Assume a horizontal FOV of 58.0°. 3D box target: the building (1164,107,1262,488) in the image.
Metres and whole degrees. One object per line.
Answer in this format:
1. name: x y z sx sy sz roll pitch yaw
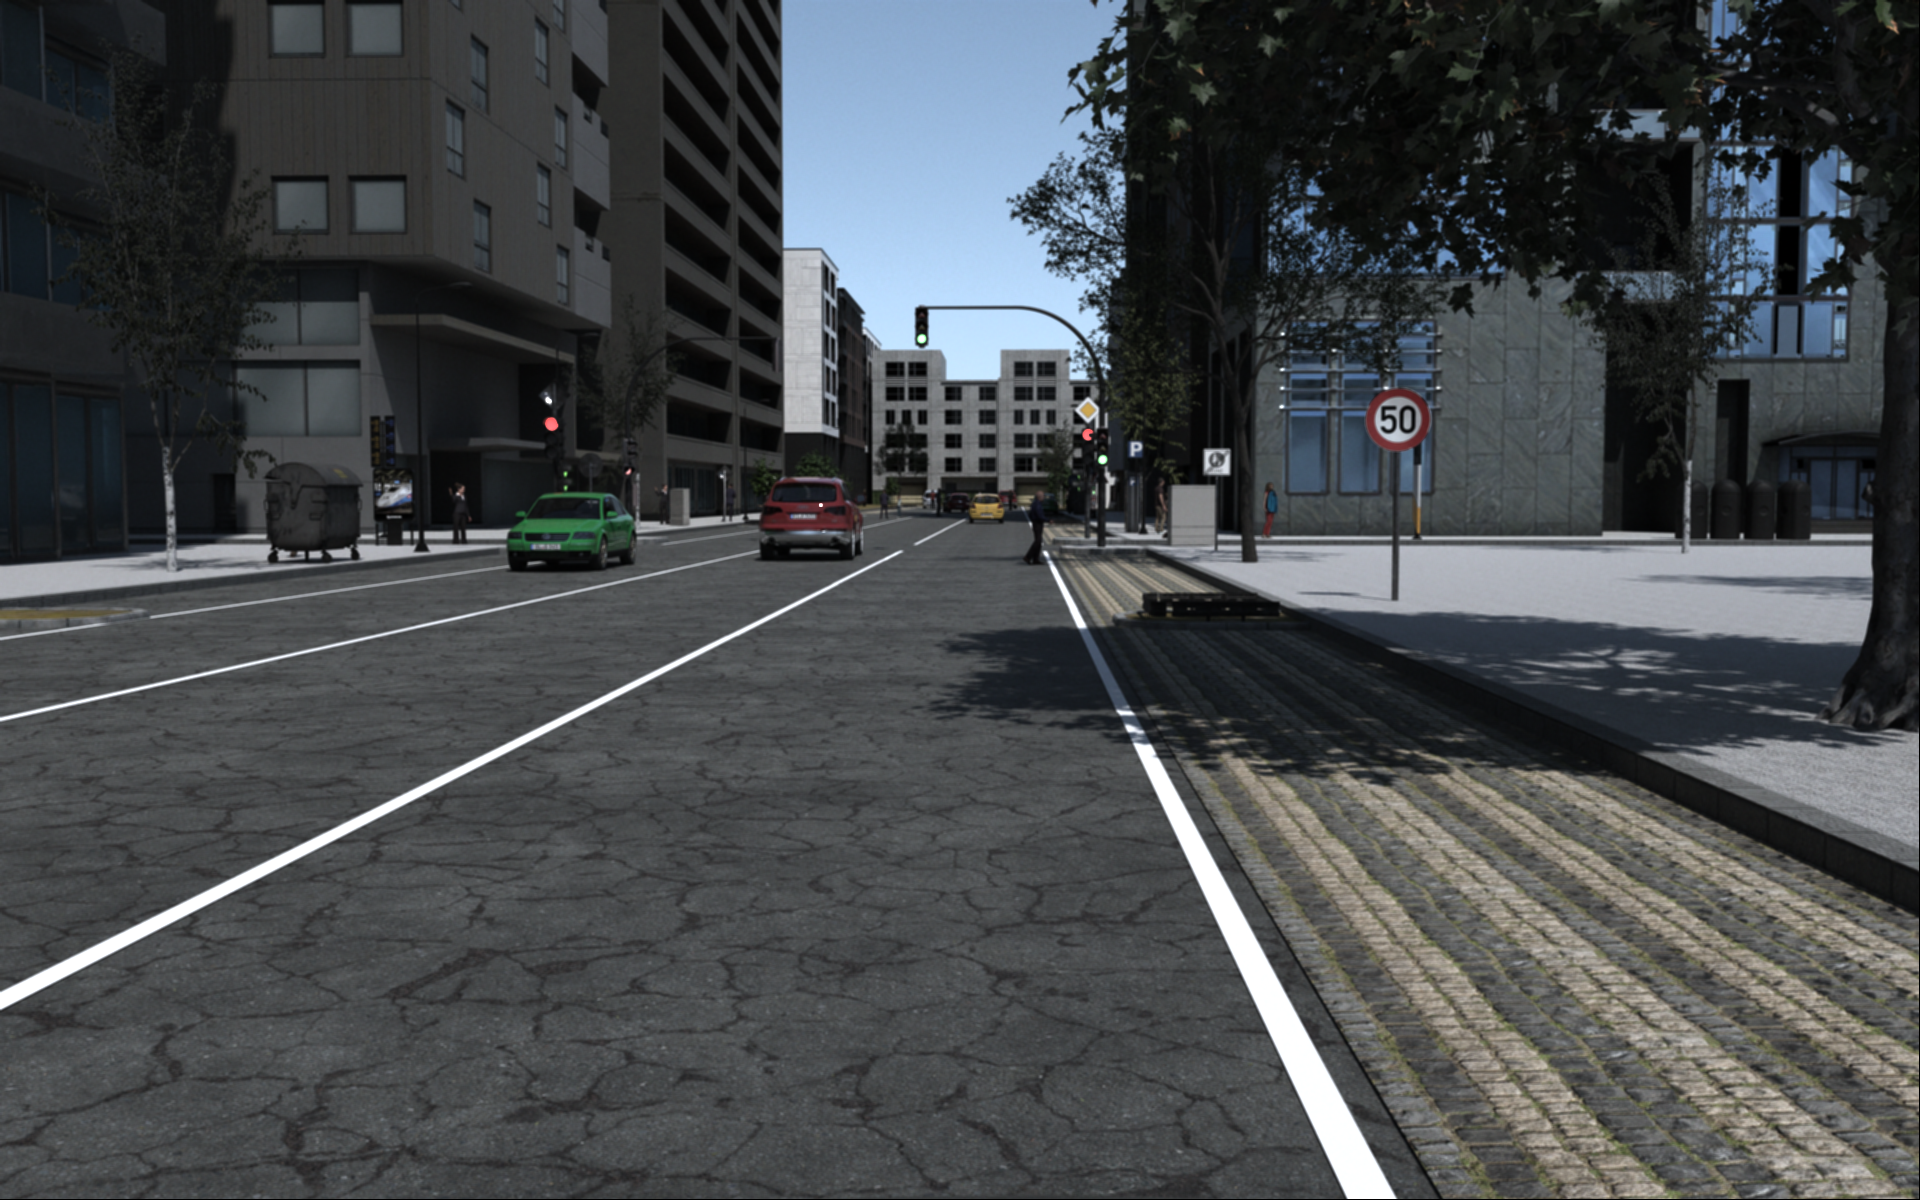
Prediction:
1. building: 17.953 -26.728 87.120 14.600 45.320 14.200 0 4 2

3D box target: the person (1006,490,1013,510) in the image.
1. person: 4.442 -8.869 153.645 0.705 1.807 1.348 2 4 26

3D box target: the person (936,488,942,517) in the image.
1. person: -1.321 -6.248 110.790 0.434 1.807 0.598 0 4 4

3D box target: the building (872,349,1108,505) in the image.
1. building: 5.224 -21.651 220.455 31.486 18.905 16.747 0 4 2

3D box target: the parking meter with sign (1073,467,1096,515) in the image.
1. parking meter with sign: 7.651 -6.785 107.194 0.543 3.016 1.738 -2 4 -35

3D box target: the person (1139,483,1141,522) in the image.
1. person: 8.181 -4.484 79.498 0.789 1.805 0.875 1 4 9

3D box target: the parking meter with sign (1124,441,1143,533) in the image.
1. parking meter with sign: 5.749 -3.753 57.628 0.543 3.016 1.738 0 4 -1

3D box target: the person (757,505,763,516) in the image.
1. person: -11.350 -5.249 99.781 0.347 0.859 0.695 2 4 33

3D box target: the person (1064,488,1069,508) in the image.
1. person: 9.620 -9.133 155.373 0.705 1.824 1.348 2 4 24

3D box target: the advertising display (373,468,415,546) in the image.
1. advertising display: -14.093 -2.320 43.141 0.974 1.923 0.123 0 4 -5

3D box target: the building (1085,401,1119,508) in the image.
1. building: 16.493 -13.059 155.663 9.099 9.664 28.070 0 4 2

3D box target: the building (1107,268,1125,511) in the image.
1. building: 19.543 -16.966 133.807 16.016 20.091 11.380 0 4 2

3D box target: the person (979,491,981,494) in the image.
1. person: 1.988 -9.834 170.227 0.756 1.711 0.436 2 4 29

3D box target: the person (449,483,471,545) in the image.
1. person: -12.960 -2.175 44.872 0.445 1.727 0.742 0 4 -1

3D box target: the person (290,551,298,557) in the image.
1. person: -13.567 -1.641 35.074 0.569 1.553 0.471 0 4 -4

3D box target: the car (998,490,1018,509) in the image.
1. car: 4.591 -9.908 170.661 2.281 1.827 5.304 0 4 0

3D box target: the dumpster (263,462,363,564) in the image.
1. dumpster: -12.153 -1.639 32.556 1.264 1.857 1.865 0 4 2

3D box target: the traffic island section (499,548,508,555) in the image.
1. traffic island section: -9.911 -1.234 42.451 2.009 0.180 2.903 0 4 2

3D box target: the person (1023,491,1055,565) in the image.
1. person: 1.630 -1.464 35.126 0.600 1.496 0.574 1 4 17

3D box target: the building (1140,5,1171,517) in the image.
1. building: 17.634 -20.233 102.515 14.160 30.474 14.107 0 4 2

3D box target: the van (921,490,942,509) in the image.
1. van: -2.818 -10.080 171.824 2.013 2.044 4.112 0 4 0

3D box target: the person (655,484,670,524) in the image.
1. person: -12.512 -4.045 72.984 0.445 1.727 0.742 2 4 27

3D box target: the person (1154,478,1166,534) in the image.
1. person: 6.464 -3.024 55.619 0.434 1.807 0.598 0 4 -2

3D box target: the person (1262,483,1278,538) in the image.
1. person: 8.988 -2.597 50.214 0.593 1.614 0.444 -1 4 -22

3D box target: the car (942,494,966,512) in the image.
1. car: -0.445 -7.834 137.876 2.009 1.686 4.222 0 4 3

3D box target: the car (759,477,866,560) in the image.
1. car: -3.303 -1.858 39.044 2.281 1.827 5.304 0 3 0

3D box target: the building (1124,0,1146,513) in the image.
1. building: 18.111 -26.498 116.843 14.154 41.232 14.086 0 4 2

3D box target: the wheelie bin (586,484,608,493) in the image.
1. wheelie bin: -11.758 -2.940 55.973 0.980 1.594 0.693 0 4 2

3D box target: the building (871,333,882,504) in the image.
1. building: -27.317 -23.416 226.826 32.646 21.610 27.936 0 4 2

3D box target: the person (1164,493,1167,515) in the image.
1. person: 6.957 -2.874 56.948 0.340 1.345 0.435 3 5 45

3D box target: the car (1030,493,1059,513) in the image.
1. car: 5.622 -6.506 115.169 1.959 1.807 4.718 0 4 1

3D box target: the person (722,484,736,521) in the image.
1. person: -10.846 -4.561 81.061 0.683 1.767 0.568 -1 4 -12

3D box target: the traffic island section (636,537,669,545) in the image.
1. traffic island section: -9.654 -1.722 50.432 2.009 0.180 2.903 0 4 2

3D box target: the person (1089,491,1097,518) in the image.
1. person: 6.998 -5.243 92.316 0.434 1.755 0.990 3 5 42

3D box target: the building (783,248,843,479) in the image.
1. building: -25.495 -18.257 142.472 27.936 21.610 32.646 0 4 2

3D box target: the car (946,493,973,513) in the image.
1. car: -0.037 -7.583 133.026 2.155 1.783 4.494 0 4 1

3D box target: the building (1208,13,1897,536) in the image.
1. building: 24.824 -45.758 60.817 31.000 86.520 22.319 0 4 2

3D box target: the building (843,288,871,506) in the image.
1. building: -27.310 -20.930 186.184 32.646 21.610 27.936 0 4 2

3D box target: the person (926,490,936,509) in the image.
1. person: -2.537 -9.398 162.087 1.348 1.831 0.705 1 4 12

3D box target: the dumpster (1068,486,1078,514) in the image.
1. dumpster: 7.657 -6.542 112.716 1.264 1.857 1.865 0 4 2

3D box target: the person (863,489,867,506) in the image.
1. person: -9.947 -10.552 179.085 0.721 1.766 1.217 -2 4 -31

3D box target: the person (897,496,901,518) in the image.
1. person: -3.623 -5.493 102.214 0.340 1.345 0.435 -1 4 -15

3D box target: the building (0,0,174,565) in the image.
1. building: -31.444 -24.963 27.751 30.456 49.044 23.786 0 4 2

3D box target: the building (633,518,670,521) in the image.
1. building: -24.171 -28.549 90.472 21.300 48.544 21.600 0 4 2

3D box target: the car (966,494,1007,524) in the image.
1. car: 1.302 -4.607 85.541 2.015 1.641 3.980 0 4 0

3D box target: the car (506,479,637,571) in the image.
1. car: -7.516 -1.527 33.761 1.959 1.807 4.718 0 4 0

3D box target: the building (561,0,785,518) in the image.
1. building: -23.579 -29.921 112.907 21.300 48.544 21.600 0 4 2

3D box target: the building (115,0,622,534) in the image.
1. building: -29.302 -29.159 65.994 28.713 52.752 27.495 0 4 2

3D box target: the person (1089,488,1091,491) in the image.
1. person: 10.869 -8.519 145.333 0.705 1.824 1.348 -3 5 -39

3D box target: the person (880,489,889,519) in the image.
1. person: -4.379 -5.563 100.371 0.541 1.710 0.530 1 4 17
